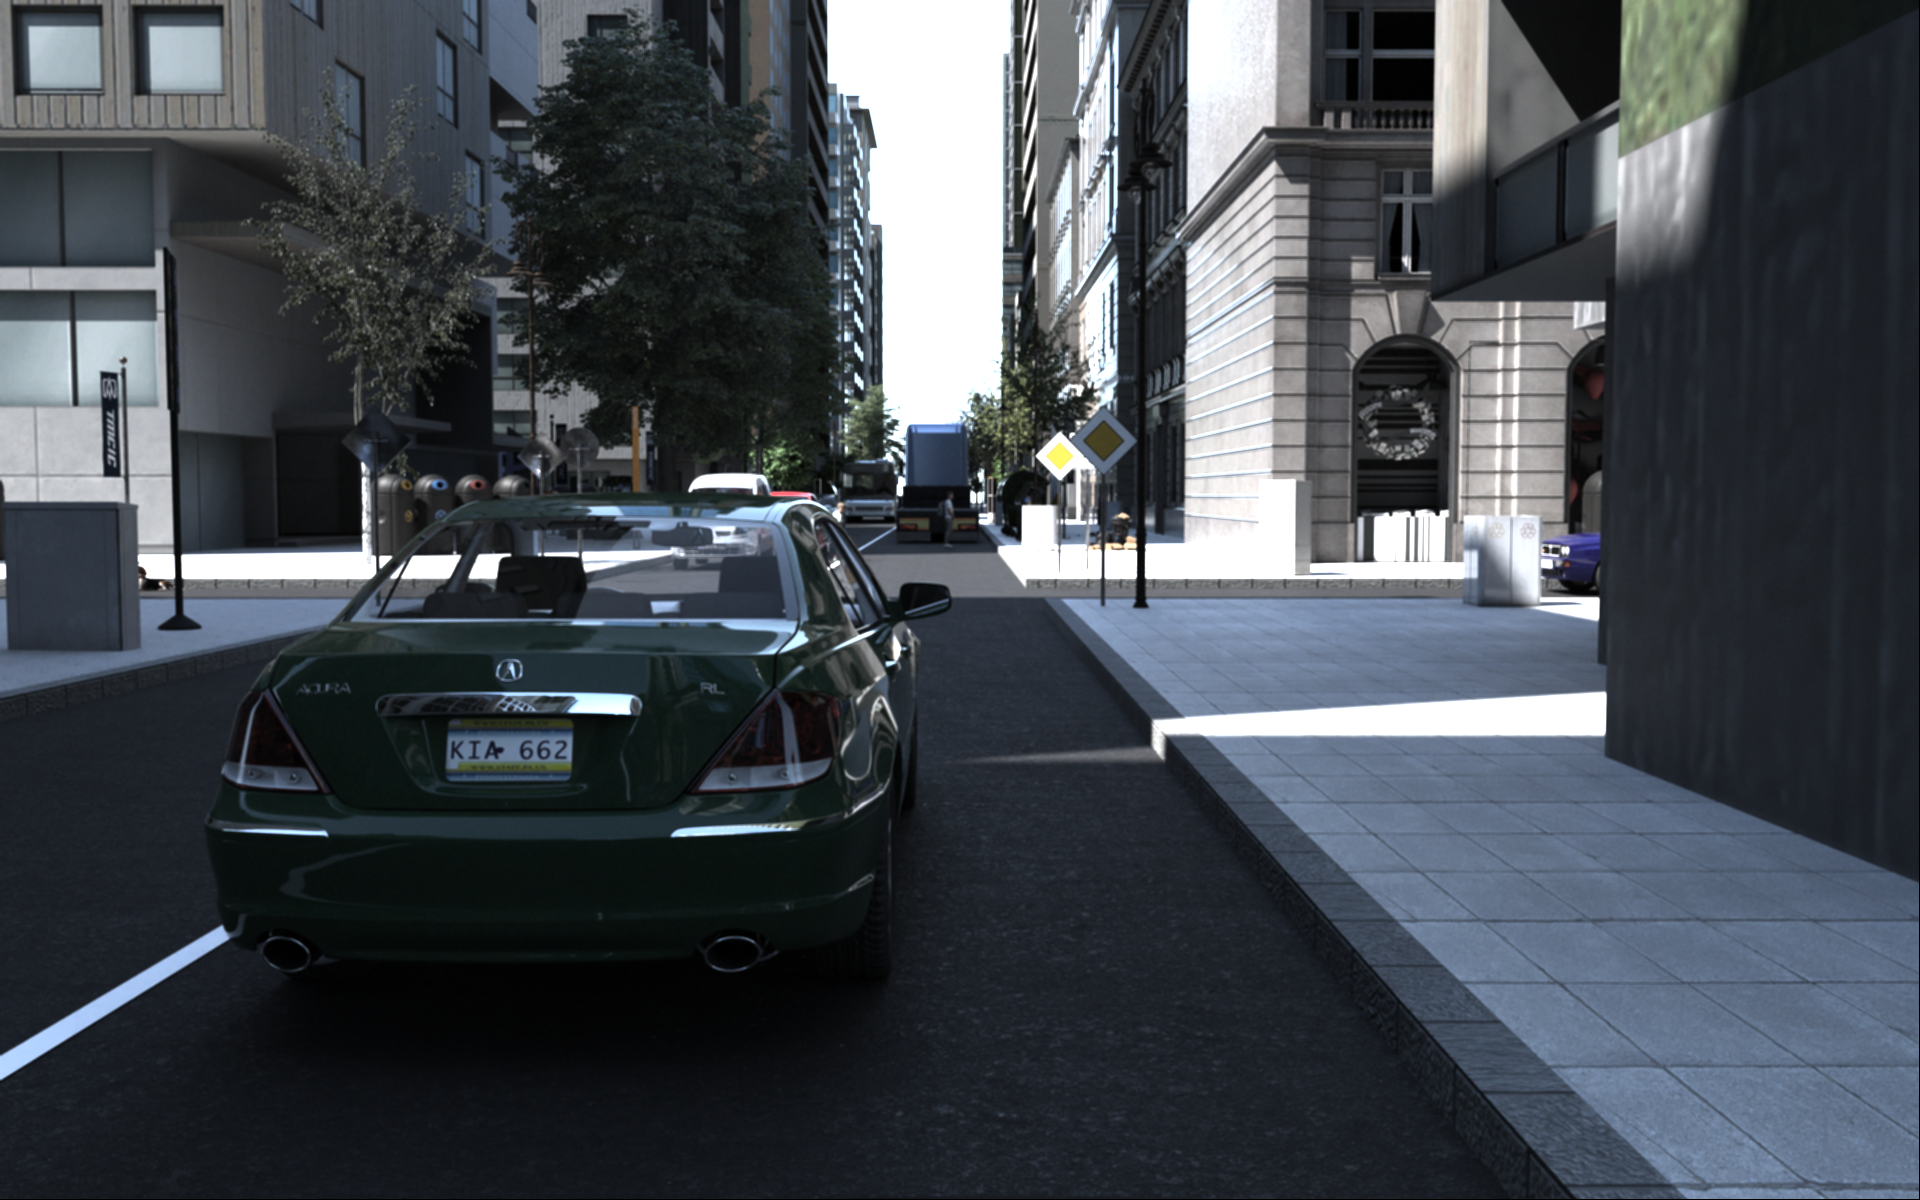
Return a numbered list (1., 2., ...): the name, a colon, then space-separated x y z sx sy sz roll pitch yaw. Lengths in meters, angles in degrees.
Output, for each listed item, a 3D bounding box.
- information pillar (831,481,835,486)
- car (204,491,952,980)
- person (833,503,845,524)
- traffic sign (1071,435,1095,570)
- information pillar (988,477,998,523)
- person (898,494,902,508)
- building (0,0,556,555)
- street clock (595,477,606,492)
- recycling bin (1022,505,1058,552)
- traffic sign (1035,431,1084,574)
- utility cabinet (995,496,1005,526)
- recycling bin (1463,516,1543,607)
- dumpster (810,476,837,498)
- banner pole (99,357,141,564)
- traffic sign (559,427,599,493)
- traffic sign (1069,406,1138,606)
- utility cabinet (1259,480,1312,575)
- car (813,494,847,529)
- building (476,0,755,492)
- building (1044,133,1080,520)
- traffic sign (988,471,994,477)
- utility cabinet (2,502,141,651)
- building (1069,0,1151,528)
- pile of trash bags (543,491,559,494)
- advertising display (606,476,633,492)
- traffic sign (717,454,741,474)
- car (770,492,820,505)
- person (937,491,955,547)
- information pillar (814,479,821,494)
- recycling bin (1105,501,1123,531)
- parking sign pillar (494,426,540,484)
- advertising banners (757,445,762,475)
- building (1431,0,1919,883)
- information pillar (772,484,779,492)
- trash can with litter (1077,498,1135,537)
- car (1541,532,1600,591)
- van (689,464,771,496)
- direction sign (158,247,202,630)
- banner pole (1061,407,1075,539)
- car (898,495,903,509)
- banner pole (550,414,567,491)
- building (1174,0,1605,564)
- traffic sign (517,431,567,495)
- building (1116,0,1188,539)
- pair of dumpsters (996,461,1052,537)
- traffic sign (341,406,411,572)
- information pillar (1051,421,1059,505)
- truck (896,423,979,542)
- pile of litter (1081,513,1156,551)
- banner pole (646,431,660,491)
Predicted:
1. information pillar: -7.228 -5.660 97.028 0.304 2.012 0.304 3 4 38
2. car: -1.098 0.322 6.540 2.131 1.459 4.920 0 3 0
3. person: -2.611 -1.457 37.002 0.352 1.250 0.332 0 4 7
4. traffic sign: 2.157 -1.661 29.281 0.606 2.300 0.079 0 4 4
5. information pillar: 1.437 -4.359 75.768 0.304 2.012 0.304 -3 4 -37
6. person: -5.508 -8.863 156.597 0.628 1.438 0.799 -1 4 -22
7. building: -27.529 -27.991 46.891 28.713 52.752 27.495 0 4 0
8. street clock: -14.965 -4.137 72.202 0.471 2.002 0.358 3 4 36
9. recycling bin: 1.788 -1.600 38.716 0.722 1.027 0.722 1 4 10
10. traffic sign: 1.596 -1.477 27.784 0.795 2.450 0.064 0 4 0
11. utility cabinet: 1.940 -3.607 70.142 1.020 1.237 0.306 1 4 18
12. recycling bin: 6.272 -0.458 20.042 0.722 1.027 0.722 0 4 1
13. dumpster: -7.504 -5.616 94.318 1.502 2.255 1.985 0 4 0
14. banner pole: -15.298 -2.535 31.457 0.401 3.779 0.863 1 4 11
15. traffic sign: -7.278 -2.020 33.129 0.768 2.556 0.104 0 4 1
16. traffic sign: 1.636 -0.988 19.799 0.795 2.450 0.064 0 4 0
17. utility cabinet: 5.173 -1.151 27.506 0.318 1.500 1.173 -1 4 -18
18. car: -5.016 -2.996 60.784 2.131 1.459 4.920 0 4 -1
19. building: -17.912 -19.124 84.381 14.160 30.474 14.107 0 4 0
20. building: 9.913 -14.943 93.474 9.793 20.994 18.267 0 4 0
21. traffic sign: 1.890 -5.709 93.450 0.768 2.556 0.104 1 4 9
22. utility cabinet: -7.328 -0.193 14.311 1.020 1.237 0.306 0 4 7
23. building: 11.984 -17.626 74.092 13.634 28.700 20.117 0 4 0
24. pile of trash bags: -10.765 -2.452 49.844 3.447 1.369 1.912 2 4 32
25. advertising display: -11.987 -3.411 60.981 0.974 1.923 0.123 1 4 15
26. traffic sign: -7.420 -3.392 55.573 0.768 2.556 0.104 0 4 3
27. car: -3.983 -1.833 39.018 2.155 1.783 4.494 0 4 1
28. person: -0.322 -2.189 46.892 0.503 1.515 0.523 3 5 42
29. information pillar: -6.931 -4.885 84.361 0.304 2.012 0.304 0 4 -1
30. recycling bin: 5.311 -2.952 60.815 0.722 1.027 0.722 1 4 13
31. parking sign pillar: -17.367 -4.911 68.764 1.447 3.967 1.447 1 4 9
32. advertising banners: -7.313 -3.987 61.382 0.090 3.025 2.074 1 4 10
33. building: 10.159 -19.898 8.934 14.154 41.232 14.086 0 4 0
34. information pillar: -9.628 -5.258 90.463 0.304 2.012 0.304 0 4 4
35. trash can with litter: 4.389 -2.559 52.890 1.678 1.210 2.233 0 4 -5
36. car: 10.378 -0.758 24.975 3.894 1.354 1.945 0 3 0
37. van: -4.625 -1.664 34.211 2.013 2.044 4.112 0 4 0
38. direction sign: -7.425 -1.491 16.377 0.379 3.537 0.876 -1 4 -19
39. banner pole: 3.119 -3.671 50.043 0.401 3.779 0.863 2 4 30
40. car: -5.205 -9.663 169.996 2.014 1.417 4.499 0 4 0
41. banner pole: -12.636 -3.940 54.433 0.863 3.779 0.401 2 4 32
42. building: 17.179 -11.931 36.865 24.055 21.916 13.314 0 4 0
43. traffic sign: -6.698 -1.475 27.763 0.795 2.450 0.064 0 4 0
44. building: 11.078 -11.626 54.716 10.561 19.102 19.286 0 4 0
45. pair of dumpsters: 1.974 -3.130 53.676 1.574 2.255 4.437 0 4 0
46. traffic sign: -6.658 -0.987 19.778 0.795 2.450 0.064 0 4 0
47. information pillar: 3.027 -3.904 55.182 0.183 3.616 0.504 -2 4 -23
48. truck: -0.800 -4.290 59.895 2.967 4.110 18.799 0 4 -1
49. pile of litter: 3.668 -1.557 39.428 1.719 0.858 1.176 1 4 23
50. banner pole: -10.774 -4.340 60.980 0.401 3.779 0.863 2 4 32
